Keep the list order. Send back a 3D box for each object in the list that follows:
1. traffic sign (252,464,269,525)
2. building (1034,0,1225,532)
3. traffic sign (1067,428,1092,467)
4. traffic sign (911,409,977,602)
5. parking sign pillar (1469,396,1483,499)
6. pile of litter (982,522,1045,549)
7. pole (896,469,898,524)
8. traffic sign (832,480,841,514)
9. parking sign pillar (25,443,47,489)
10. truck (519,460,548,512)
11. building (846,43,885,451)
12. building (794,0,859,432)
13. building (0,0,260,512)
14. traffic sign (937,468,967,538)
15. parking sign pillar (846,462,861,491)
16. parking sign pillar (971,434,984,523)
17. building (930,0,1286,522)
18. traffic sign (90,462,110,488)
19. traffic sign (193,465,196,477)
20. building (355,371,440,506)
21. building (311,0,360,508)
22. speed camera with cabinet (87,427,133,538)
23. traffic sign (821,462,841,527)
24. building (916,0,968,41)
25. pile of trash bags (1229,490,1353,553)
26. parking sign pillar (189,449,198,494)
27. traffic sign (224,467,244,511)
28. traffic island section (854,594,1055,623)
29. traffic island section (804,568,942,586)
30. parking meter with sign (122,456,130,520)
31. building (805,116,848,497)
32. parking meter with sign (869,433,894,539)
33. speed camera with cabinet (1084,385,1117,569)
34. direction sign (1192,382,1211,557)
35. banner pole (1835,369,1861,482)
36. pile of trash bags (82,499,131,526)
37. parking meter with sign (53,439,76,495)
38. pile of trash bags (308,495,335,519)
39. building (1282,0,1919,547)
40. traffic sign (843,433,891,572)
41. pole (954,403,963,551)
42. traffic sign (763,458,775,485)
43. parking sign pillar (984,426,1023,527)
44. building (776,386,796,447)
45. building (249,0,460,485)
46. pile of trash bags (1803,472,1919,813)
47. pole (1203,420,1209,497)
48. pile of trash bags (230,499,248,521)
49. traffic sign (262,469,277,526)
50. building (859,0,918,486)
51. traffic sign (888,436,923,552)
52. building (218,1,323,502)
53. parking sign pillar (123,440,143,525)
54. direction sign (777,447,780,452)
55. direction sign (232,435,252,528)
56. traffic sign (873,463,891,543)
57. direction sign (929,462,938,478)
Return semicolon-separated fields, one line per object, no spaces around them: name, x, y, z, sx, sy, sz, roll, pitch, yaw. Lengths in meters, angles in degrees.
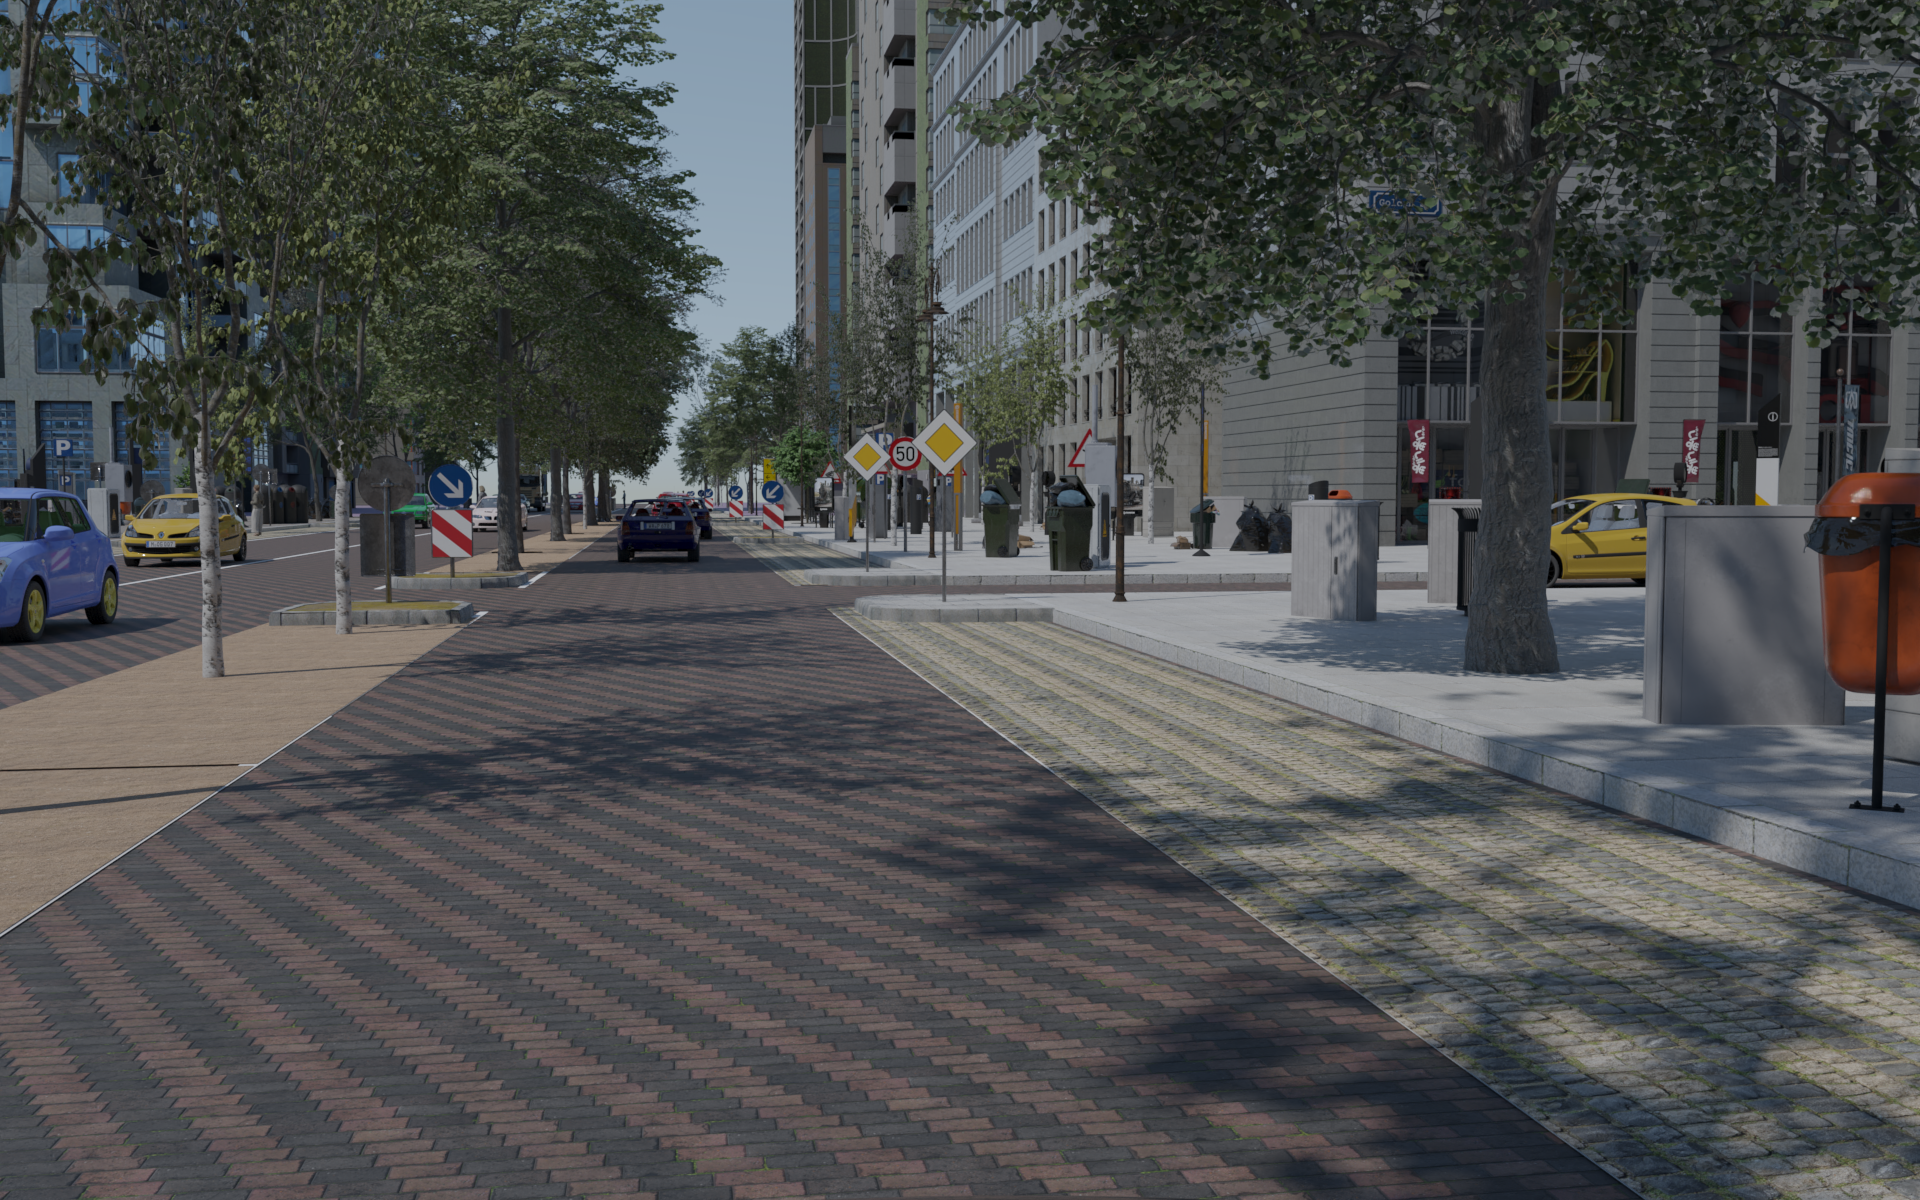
traffic sign;-29.201;-4.421;72.395;0.768;2.556;0.104;0;4;-2
building;9.724;-12.998;67.276;10.420;20.320;16.860;-1;4;-10
traffic sign;2.560;-2.101;34.351;0.884;2.594;0.081;0;4;-7
traffic sign;-0.190;-1.033;20.533;0.795;2.450;0.064;-1;4;-10
parking sign pillar;13.170;-3.239;41.424;1.447;3.967;1.447;-1;4;-16
pile of litter;1.243;-1.664;41.168;1.719;0.858;1.176;-1;4;-23
pole;-2.656;-4.777;71.944;0.158;3.312;0.155;0;3;0
traffic sign;-6.241;-5.177;84.654;0.884;2.594;0.081;0;4;-1
parking sign pillar;-48.515;-6.267;90.937;1.447;3.967;1.447;0;4;0
truck;-35.548;-9.416;142.867;2.839;4.237;11.283;-1;4;-11
building;-3.761;-29.263;162.046;14.154;41.232;14.086;-1;4;-10
building;-12.501;-48.011;223.235;20.563;71.187;20.611;-1;4;-10
building;-57.300;-48.708;109.049;22.319;86.520;31.000;-1;4;-10
traffic sign;-0.227;-3.107;50.808;0.884;2.594;0.081;0;4;-8
parking sign pillar;-5.762;-6.699;97.993;1.447;3.967;1.447;1;4;16
parking sign pillar;1.205;-5.374;76.335;1.447;3.967;1.447;1;4;17
building;6.180;-19.149;90.583;11.434;29.767;29.804;-1;4;-10
traffic sign;-27.588;-3.271;55.611;0.606;2.300;0.079;0;4;-7
traffic sign;-28.404;-3.974;65.073;0.768;2.556;0.104;-1;4;-9
building;-76.277;-21.871;202.632;27.650;21.520;28.899;-1;4;-10
building;-59.823;-30.398;147.122;14.600;45.320;14.200;-1;4;-10
speed camera with cabinet;-24.883;-3.449;50.733;0.660;3.252;2.038;0;4;-6
traffic sign;-4.987;-4.075;66.632;0.884;2.594;0.081;0;4;-1
building;3.710;-26.752;120.995;14.154;41.232;14.086;-1;4;-10
pile of trash bags;7.470;-1.731;38.056;1.912;1.369;3.447;-2;4;-26
parking sign pillar;-29.989;-4.891;68.435;1.447;3.967;1.447;0;4;-5
traffic sign;-28.617;-4.174;68.346;0.768;2.556;0.104;0;4;-7
traffic island section;-0.168;0.102;20.614;2.009;0.180;2.903;-1;4;-10
traffic island section;-1.503;-0.380;28.487;2.009;0.180;2.903;-1;4;-10
parking meter with sign;-37.933;-5.022;78.366;1.738;3.016;0.543;2;4;26
building;-10.931;-34.033;206.556;14.600;45.320;14.200;-1;4;-10
parking meter with sign;-2.343;-3.298;50.189;0.543;3.016;1.738;-1;4;-14
speed camera with cabinet;2.423;-2.225;30.715;0.660;3.252;2.038;1;4;17
direction sign;4.981;-2.669;35.639;0.379;3.537;0.876;0;4;5
banner pole;17.795;-2.741;34.838;0.863;3.779;0.401;-2;4;-29
pile of trash bags;-34.671;-3.686;70.019;1.912;1.369;3.447;1;4;8
parking meter with sign;-28.686;-3.636;55.701;0.543;3.016;1.738;-1;4;-20
pile of trash bags;-33.676;-4.866;89.319;3.447;1.369;1.912;-2;4;-30
building;23.413;-16.606;49.009;29.804;29.767;11.434;-1;4;-10
traffic sign;-1.525;-1.515;28.406;0.795;2.450;0.064;-1;4;-10
pole;-0.039;-2.759;38.953;0.158;3.312;0.155;0;3;0
traffic sign;-9.932;-6.331;97.379;2.265;3.308;0.079;0;4;-7
parking sign pillar;1.794;-4.909;68.729;1.447;3.967;1.447;0;4;2
building;-12.160;-24.760;249.868;27.650;21.520;28.899;-1;4;-10
building;-78.548;-56.153;230.780;22.319;86.520;31.000;-1;4;-10
pile of trash bags;5.070;0.198;6.517;3.447;1.369;1.912;2;4;30
pole;6.803;-3.312;47.998;0.158;3.312;0.155;0;3;0
pile of trash bags;-34.955;-4.338;80.681;3.447;1.369;1.912;1;4;14
traffic sign;-27.864;-4.146;69.913;0.606;2.300;0.079;0;4;-1
building;6.514;-33.829;142.343;28.713;52.752;27.495;-1;4;-10
traffic sign;-1.209;-2.339;38.353;0.768;2.556;0.104;0;4;-3
building;-58.089;-27.500;133.223;14.154;41.232;14.086;-1;4;-10
parking sign pillar;-34.630;-5.153;72.722;1.447;3.967;1.447;-2;4;-28
direction sign;-8.535;-5.610;83.723;0.876;3.537;0.379;3;5;40
direction sign;-27.500;-4.549;66.377;0.876;3.537;0.379;1;4;16
traffic sign;-2.256;-2.790;45.626;0.884;2.594;0.081;-1;4;-9
direction sign;-1.129;-5.783;86.543;0.876;3.537;0.379;-2;4;-27
